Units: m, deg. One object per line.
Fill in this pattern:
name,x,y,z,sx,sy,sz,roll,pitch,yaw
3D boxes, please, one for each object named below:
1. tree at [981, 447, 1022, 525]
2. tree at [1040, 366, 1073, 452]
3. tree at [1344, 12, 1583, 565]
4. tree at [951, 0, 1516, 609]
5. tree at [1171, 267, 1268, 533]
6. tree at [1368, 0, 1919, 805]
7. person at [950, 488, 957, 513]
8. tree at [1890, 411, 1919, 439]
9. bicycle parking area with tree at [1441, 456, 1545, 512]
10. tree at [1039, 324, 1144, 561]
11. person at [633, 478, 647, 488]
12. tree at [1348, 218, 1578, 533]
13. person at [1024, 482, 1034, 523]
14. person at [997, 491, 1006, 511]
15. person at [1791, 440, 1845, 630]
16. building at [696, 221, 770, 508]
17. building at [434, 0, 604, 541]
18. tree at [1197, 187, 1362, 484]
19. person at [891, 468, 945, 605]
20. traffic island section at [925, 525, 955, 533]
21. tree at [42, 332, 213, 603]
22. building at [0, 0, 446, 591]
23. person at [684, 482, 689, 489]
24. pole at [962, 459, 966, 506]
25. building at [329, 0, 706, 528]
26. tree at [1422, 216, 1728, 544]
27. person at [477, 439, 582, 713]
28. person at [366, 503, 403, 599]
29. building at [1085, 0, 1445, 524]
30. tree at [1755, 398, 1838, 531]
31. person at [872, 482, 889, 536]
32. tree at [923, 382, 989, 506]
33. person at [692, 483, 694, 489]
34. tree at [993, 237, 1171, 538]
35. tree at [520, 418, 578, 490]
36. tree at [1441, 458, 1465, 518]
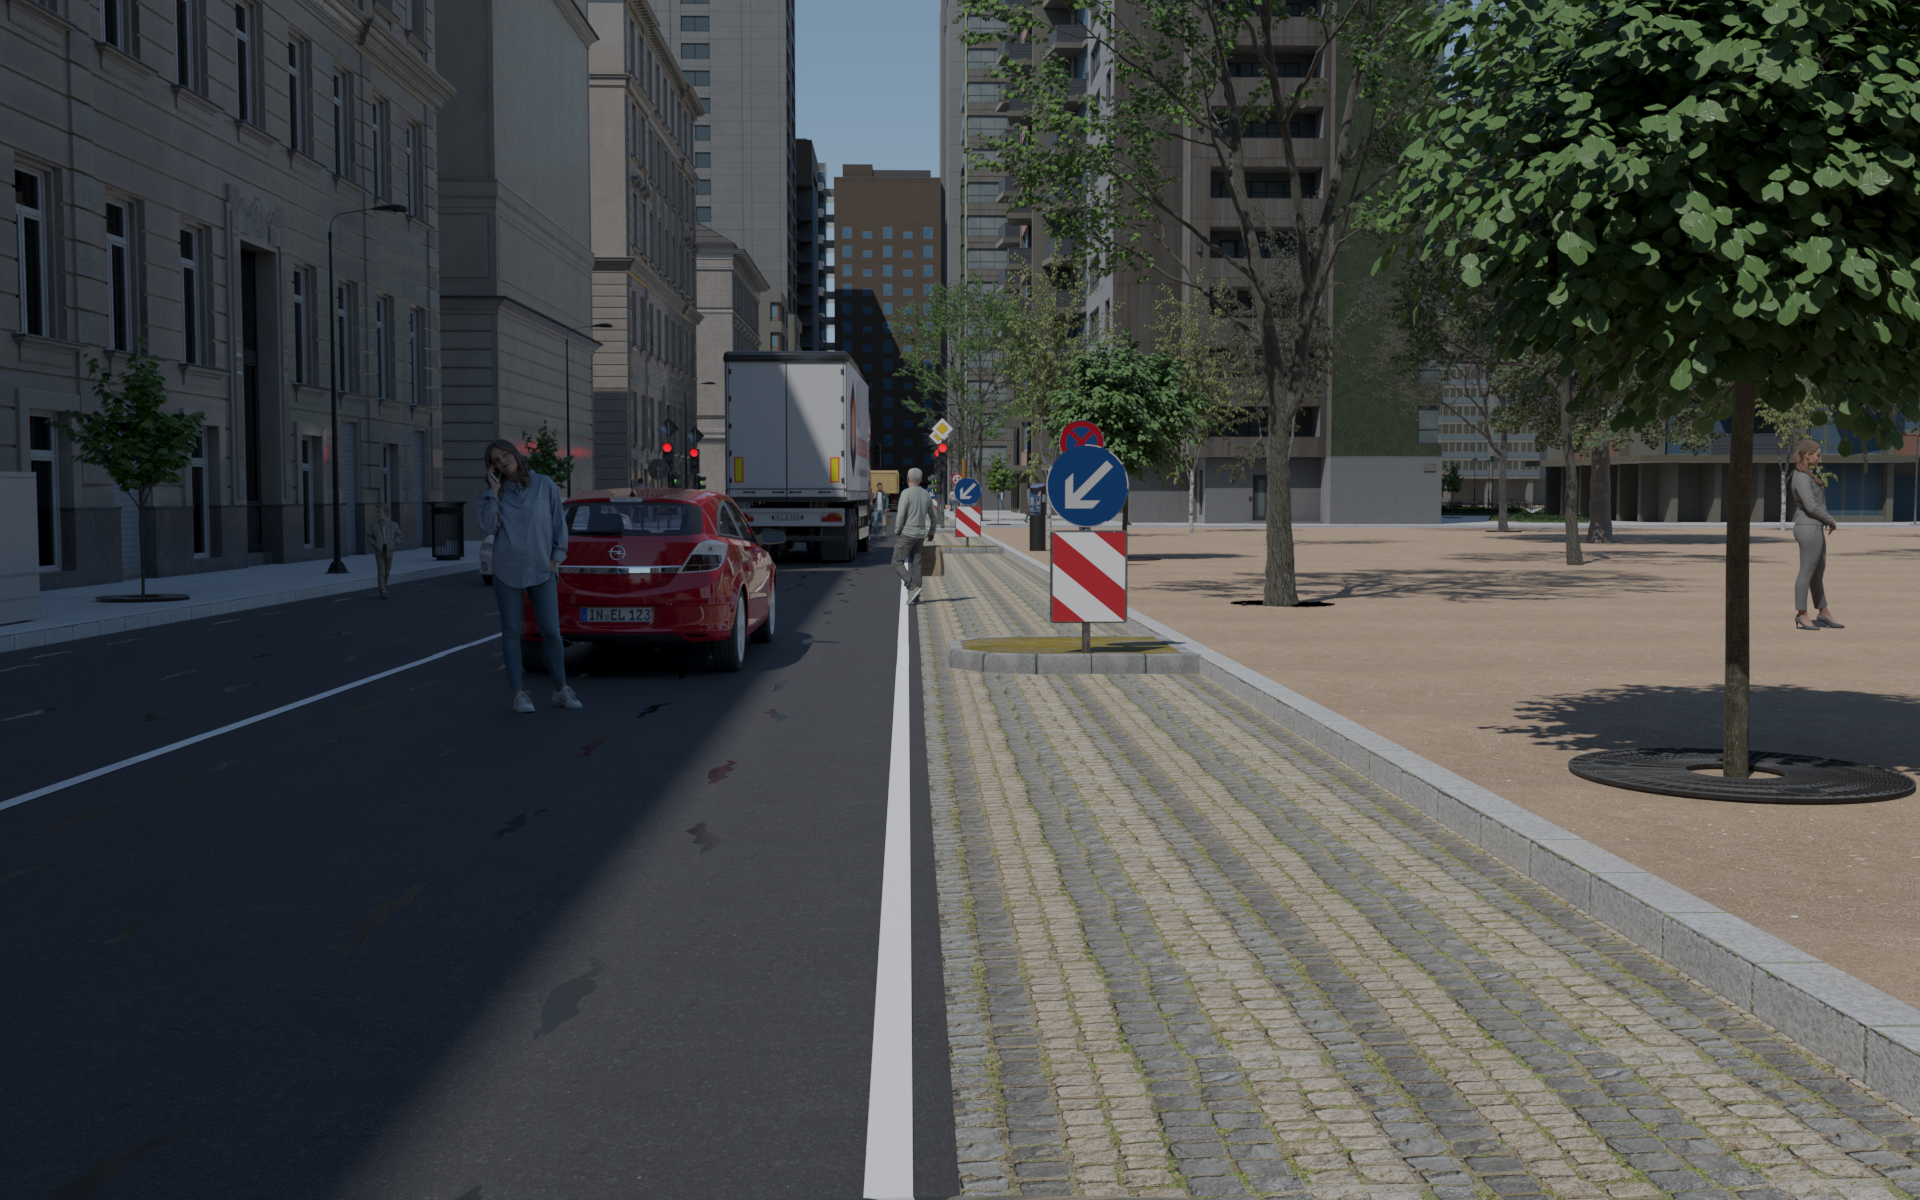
tree,1.580,-4.705,71.530,1.663,3.219,1.824,0,3,0
tree,6.523,-8.797,94.191,4.360,8.622,3.978,0,3,0
tree,10.823,-5.917,31.161,7.601,10.594,8.767,2,4,32
tree,3.749,-5.748,19.727,9.928,11.665,9.643,0,3,0
tree,7.856,-6.545,57.373,4.737,8.622,4.395,0,3,0
tree,3.594,-1.466,7.680,4.285,4.588,4.351,0,3,0
person,-0.351,-6.692,116.120,0.731,1.740,0.598,0,4,3
tree,27.837,-6.063,49.497,4.360,8.622,3.978,0,3,0
bicycle parking area with tree,42.900,-9.472,141.871,9.016,4.147,8.231,3,5,42
tree,3.229,-3.052,33.612,4.285,4.588,4.351,0,3,0
person,-10.980,-3.264,59.252,0.661,1.843,0.795,0,4,7
tree,18.111,-9.018,57.821,12.009,13.543,11.850,0,3,0
person,3.202,-4.310,76.605,0.767,1.812,0.694,2,4,27
person,3.169,-7.700,132.287,0.623,1.781,0.721,-1,4,-21
person,8.132,-0.614,16.357,0.573,1.790,0.520,1,4,11
building,-19.711,-16.319,117.729,10.553,20.767,40.483,0,4,-2
building,-27.094,-13.493,53.901,30.059,22.955,16.112,0,4,-2
tree,7.896,-5.628,42.379,4.360,8.622,3.978,0,3,0
person,-0.520,-0.831,22.574,0.515,1.767,0.782,3,5,44
traffic island section,-0.626,-2.568,64.262,2.009,0.180,2.903,0,4,-2
tree,-9.735,-1.601,20.773,1.663,3.219,1.824,0,3,0
building,-17.987,-14.225,29.841,12.463,27.353,25.104,0,4,-2
person,-11.521,-4.112,73.556,0.520,1.790,0.573,2,4,25
pole,0.238,-6.519,100.422,0.158,3.312,0.155,0,3,0
building,-19.904,-17.544,84.113,12.463,27.353,25.104,0,4,-2
tree,16.719,-8.435,44.576,9.857,13.997,8.962,0,3,0
person,-2.849,-0.164,11.451,0.793,1.790,0.793,-3,5,-45
person,-7.903,-0.675,23.808,0.475,1.303,0.640,-2,4,-32
building,13.398,-18.830,79.580,14.107,30.474,14.160,0,4,-2
tree,28.488,-6.675,59.505,4.737,8.622,4.395,0,3,0
person,-2.656,-3.056,58.444,0.794,1.824,0.713,1,4,21
tree,-0.201,-9.934,112.782,4.360,8.622,3.978,0,3,0
person,-12.976,-4.784,84.288,0.654,1.822,0.581,3,4,39
tree,2.760,-6.102,50.137,4.737,8.622,4.395,0,3,0
tree,-10.550,-3.045,44.385,1.663,3.219,1.824,0,3,0
tree,26.345,-5.986,92.466,1.663,3.219,1.824,0,3,0
